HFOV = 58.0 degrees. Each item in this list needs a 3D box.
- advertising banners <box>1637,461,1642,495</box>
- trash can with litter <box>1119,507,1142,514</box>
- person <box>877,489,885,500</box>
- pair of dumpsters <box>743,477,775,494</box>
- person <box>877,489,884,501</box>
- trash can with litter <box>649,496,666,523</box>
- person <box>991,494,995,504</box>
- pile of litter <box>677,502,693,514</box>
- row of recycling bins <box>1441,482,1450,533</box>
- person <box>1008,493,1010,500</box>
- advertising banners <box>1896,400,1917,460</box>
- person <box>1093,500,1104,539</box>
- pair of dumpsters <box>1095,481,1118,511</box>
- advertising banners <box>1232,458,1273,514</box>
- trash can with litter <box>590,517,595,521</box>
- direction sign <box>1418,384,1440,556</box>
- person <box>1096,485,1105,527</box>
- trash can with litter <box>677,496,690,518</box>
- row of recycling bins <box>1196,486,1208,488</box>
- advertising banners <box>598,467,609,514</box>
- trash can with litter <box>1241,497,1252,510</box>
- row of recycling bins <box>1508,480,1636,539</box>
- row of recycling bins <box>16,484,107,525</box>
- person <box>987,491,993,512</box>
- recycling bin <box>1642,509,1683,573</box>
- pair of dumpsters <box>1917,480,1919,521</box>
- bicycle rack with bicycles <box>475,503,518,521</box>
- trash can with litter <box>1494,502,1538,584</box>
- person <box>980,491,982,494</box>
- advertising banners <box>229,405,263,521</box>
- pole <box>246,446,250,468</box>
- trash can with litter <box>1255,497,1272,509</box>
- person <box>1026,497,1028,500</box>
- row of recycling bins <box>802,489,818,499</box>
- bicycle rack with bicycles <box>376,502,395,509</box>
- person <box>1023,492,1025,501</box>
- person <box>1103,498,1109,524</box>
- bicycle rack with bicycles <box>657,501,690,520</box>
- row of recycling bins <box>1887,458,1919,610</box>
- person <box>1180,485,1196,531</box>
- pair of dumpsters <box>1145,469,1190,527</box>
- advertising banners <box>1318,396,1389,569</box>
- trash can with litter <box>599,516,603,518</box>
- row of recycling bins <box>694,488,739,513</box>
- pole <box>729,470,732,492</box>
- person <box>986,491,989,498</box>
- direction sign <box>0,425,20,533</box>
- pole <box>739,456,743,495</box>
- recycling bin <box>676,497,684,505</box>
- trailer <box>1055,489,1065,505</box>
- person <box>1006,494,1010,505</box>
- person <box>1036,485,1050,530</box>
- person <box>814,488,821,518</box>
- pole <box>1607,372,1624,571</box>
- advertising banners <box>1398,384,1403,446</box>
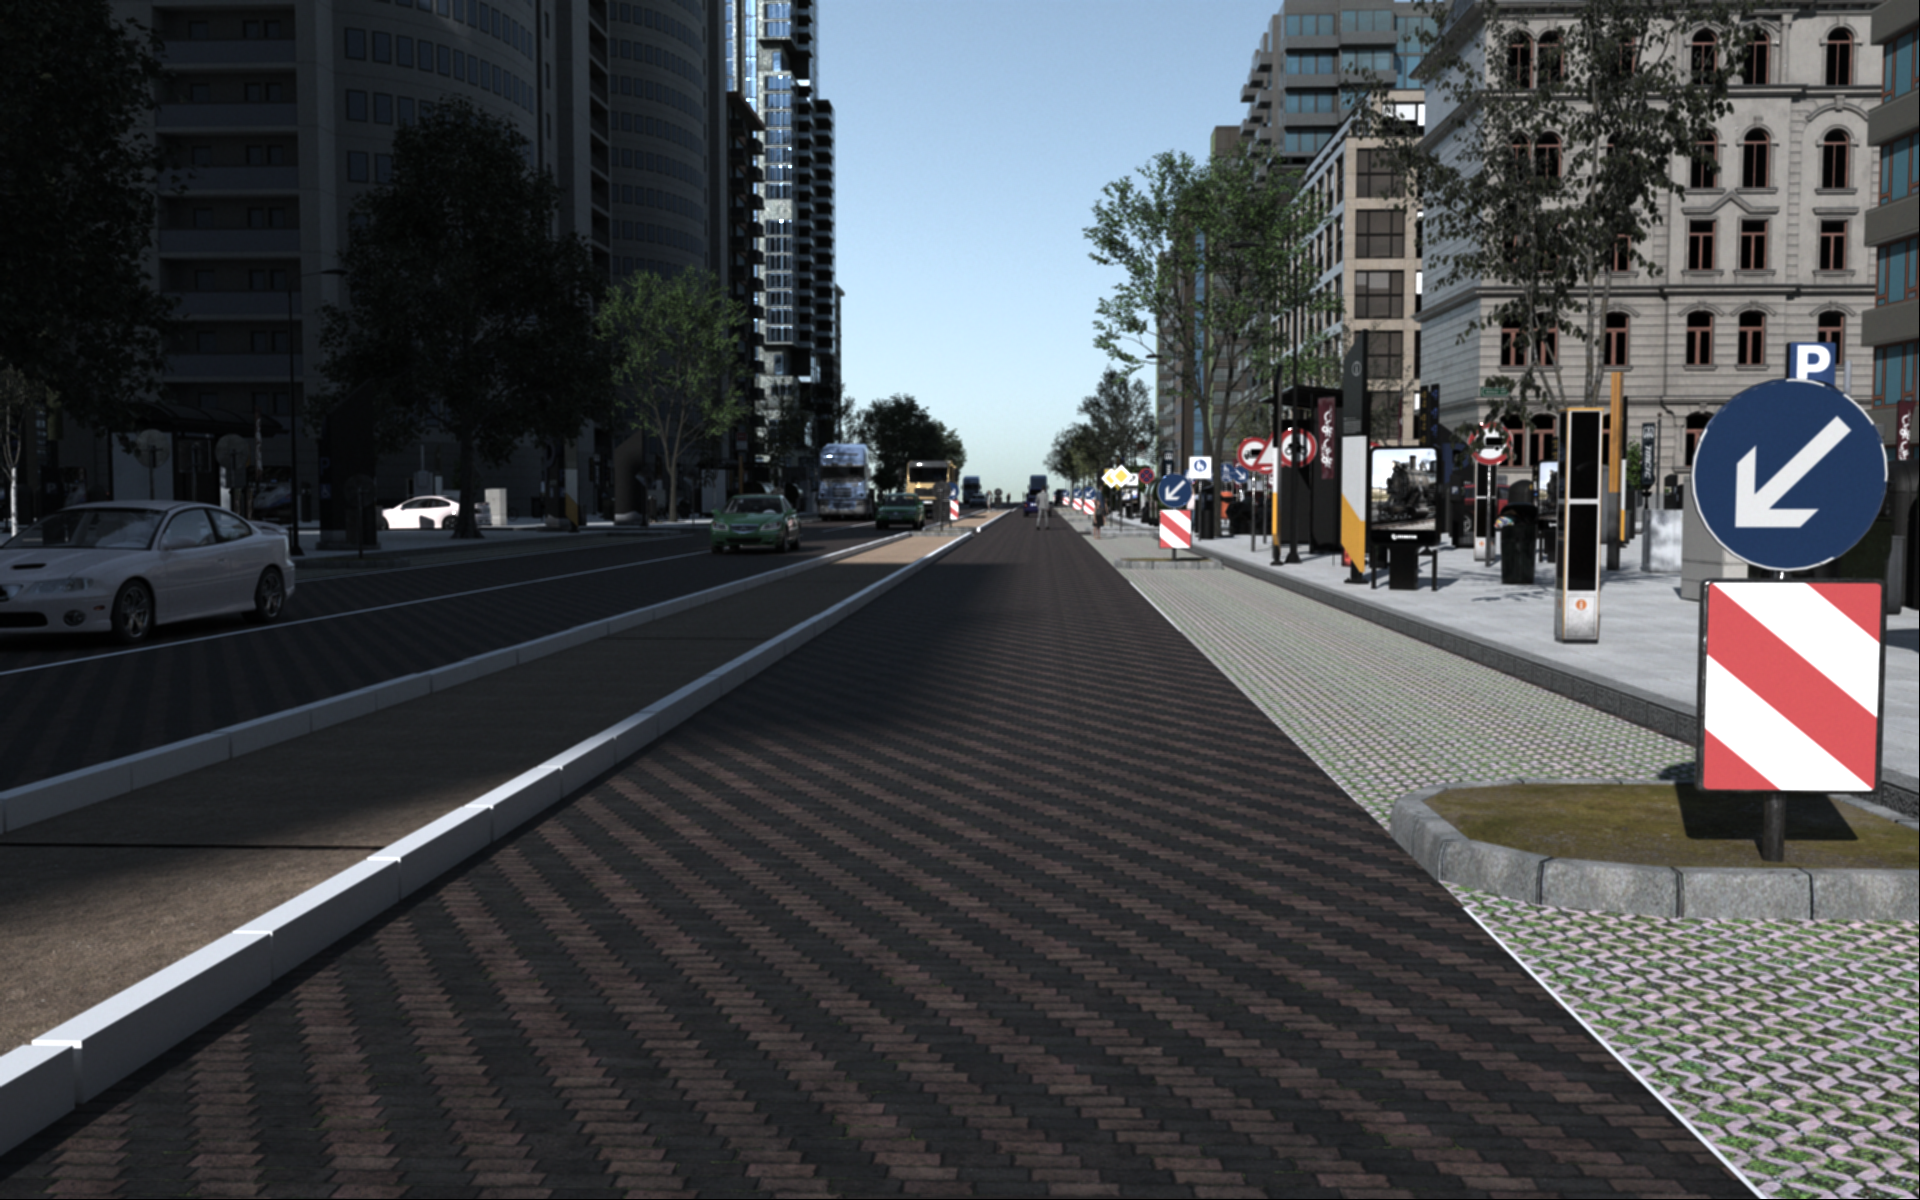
[{"bbox_3d":[30.180,-5.009,78.091,2.074,3.025,0.090,-2,4,-26],"label":"advertising banners"},{"bbox_3d":[11.721,-6.291,113.909,2.233,1.210,1.678,3,5,40],"label":"trash can with litter"},{"bbox_3d":[-6.525,-8.337,144.770,1.348,1.831,0.705,3,5,43],"label":"person"},{"bbox_3d":[-11.363,-5.809,97.468,1.574,2.255,4.437,0,4,3],"label":"pair of dumpsters"},{"bbox_3d":[-5.671,-7.033,123.834,0.599,1.781,0.374,0,4,-6],"label":"person"},{"bbox_3d":[-13.713,-3.965,75.887,1.678,1.210,2.233,1,4,17],"label":"trash can with litter"},{"bbox_3d":[4.694,-15.461,261.989,1.217,1.736,0.721,-1,4,-12],"label":"person"},{"bbox_3d":[-17.878,-5.928,110.894,1.719,0.858,1.176,-1,4,-9],"label":"pile of litter"},{"bbox_3d":[15.054,-3.115,58.050,3.534,1.692,1.069,1,4,22],"label":"row of recycling bins"},{"bbox_3d":[7.781,-16.032,272.096,0.415,1.643,0.593,-1,4,-16],"label":"person"},{"bbox_3d":[17.022,-2.199,32.138,2.074,3.025,0.090,-2,4,-26],"label":"advertising banners"},{"bbox_3d":[4.399,-2.553,54.913,0.362,1.253,0.373,-2,4,-27],"label":"person"},{"bbox_3d":[11.066,-7.842,130.706,1.574,2.255,4.437,0,4,3],"label":"pair of dumpsters"},{"bbox_3d":[14.288,-5.399,84.460,2.074,3.025,0.090,2,4,24],"label":"advertising banners"},{"bbox_3d":[-18.927,-4.424,83.388,2.233,1.210,1.678,3,5,42],"label":"trash can with litter"},{"bbox_3d":[9.737,-2.692,36.012,0.379,3.537,0.876,-1,4,-9],"label":"direction sign"},{"bbox_3d":[5.725,-3.783,70.542,0.419,1.800,0.721,-1,4,-8],"label":"person"},{"bbox_3d":[-15.006,-4.987,92.929,1.055,1.170,0.624,0,4,0],"label":"trash can with litter"},{"bbox_3d":[11.848,-5.111,90.673,3.534,1.692,1.069,-2,4,-23],"label":"row of recycling bins"},{"bbox_3d":[-23.286,-7.158,113.217,0.090,3.025,2.074,-2,4,-29],"label":"advertising banners"},{"bbox_3d":[12.685,-4.005,76.870,0.624,1.170,1.055,3,5,39],"label":"trash can with litter"},{"bbox_3d":[17.536,-2.608,49.748,3.534,1.692,1.069,0,4,2],"label":"row of recycling bins"},{"bbox_3d":[-37.362,-3.961,71.869,3.534,1.692,1.069,-1,4,-22],"label":"row of recycling bins"},{"bbox_3d":[2.320,-7.751,136.227,0.522,1.701,0.512,-2,4,-24],"label":"person"},{"bbox_3d":[11.608,-0.966,28.342,0.722,1.027,0.722,1,4,10],"label":"recycling bin"},{"bbox_3d":[7.852,-0.506,10.770,1.574,2.255,4.437,0,4,3],"label":"pair of dumpsters"},{"bbox_3d":[-22.490,-4.216,82.314,2.925,0.926,2.852,-2,4,-25],"label":"bicycle rack with bicycles"},{"bbox_3d":[7.969,-0.829,24.946,0.624,1.170,1.055,1,4,12],"label":"trash can with litter"},{"bbox_3d":[2.904,-14.166,240.106,0.705,1.826,1.348,-1,4,-21],"label":"person"},{"bbox_3d":[-13.769,-2.282,33.493,0.090,3.025,2.074,0,4,-5],"label":"advertising banners"},{"bbox_3d":[-29.969,-4.839,72.964,0.158,3.312,0.155,0,3,0],"label":"pole"},{"bbox_3d":[11.860,-3.371,66.499,0.624,1.170,1.055,-1,4,-21],"label":"trash can with litter"},{"bbox_3d":[10.342,-15.717,266.945,0.415,1.643,0.593,2,4,26],"label":"person"},{"bbox_3d":[-11.459,-7.633,131.910,3.534,1.692,1.069,-2,4,-28],"label":"row of recycling bins"},{"bbox_3d":[-27.634,-4.088,80.221,2.925,0.926,2.852,0,4,-1],"label":"bicycle rack with bicycles"},{"bbox_3d":[10.434,-16.617,281.009,0.721,1.723,1.217,0,4,1],"label":"person"},{"bbox_3d":[6.838,-4.159,81.161,0.373,1.253,0.362,0,4,-6],"label":"person"},{"bbox_3d":[-14.731,-4.435,85.902,2.925,0.926,2.852,-3,4,-38],"label":"bicycle rack with bicycles"},{"bbox_3d":[11.182,-0.809,20.332,1.069,1.692,3.534,1,4,10],"label":"row of recycling bins"},{"bbox_3d":[8.071,-3.162,60.875,0.731,1.740,0.598,0,4,5],"label":"person"},{"bbox_3d":[8.202,-4.025,68.308,1.574,2.255,4.437,0,4,3],"label":"pair of dumpsters"},{"bbox_3d":[6.905,-2.094,30.433,0.090,3.025,2.074,-2,4,-25],"label":"advertising banners"},{"bbox_3d":[-19.039,-5.075,94.041,1.678,1.210,2.233,-1,4,-11],"label":"trash can with litter"},{"bbox_3d":[-16.259,-6.705,116.747,3.534,1.692,1.069,-2,4,-29],"label":"row of recycling bins"},{"bbox_3d":[-17.461,-8.450,131.995,0.158,3.312,0.155,0,3,0],"label":"pole"},{"bbox_3d":[3.740,-13.384,227.192,0.599,1.838,0.709,-1,4,-19],"label":"person"},{"bbox_3d":[-31.440,-3.977,57.027,0.876,3.537,0.379,-1,4,-20],"label":"direction sign"},{"bbox_3d":[-11.659,-6.014,92.167,0.158,3.312,0.155,0,3,0],"label":"pole"},{"bbox_3d":[-21.265,-7.242,130.964,0.722,1.027,0.722,-3,5,-42],"label":"recycling bin"},{"bbox_3d":[12.036,-12.232,207.043,1.471,1.999,3.904,0,4,1],"label":"trailer"},{"bbox_3d":[6.513,-13.712,235.957,1.065,1.426,0.557,3,5,45],"label":"person"},{"bbox_3d":[3.317,-3.711,69.443,0.678,1.792,0.850,2,4,29],"label":"person"},{"bbox_3d":[-8.472,-5.829,104.206,0.661,1.777,0.834,1,4,21],"label":"person"},{"bbox_3d":[10.984,-2.152,29.033,0.158,3.312,0.155,0,3,0],"label":"pole"},{"bbox_3d":[6.925,-1.890,27.083,0.090,3.025,2.074,1,4,12],"label":"advertising banners"}]
